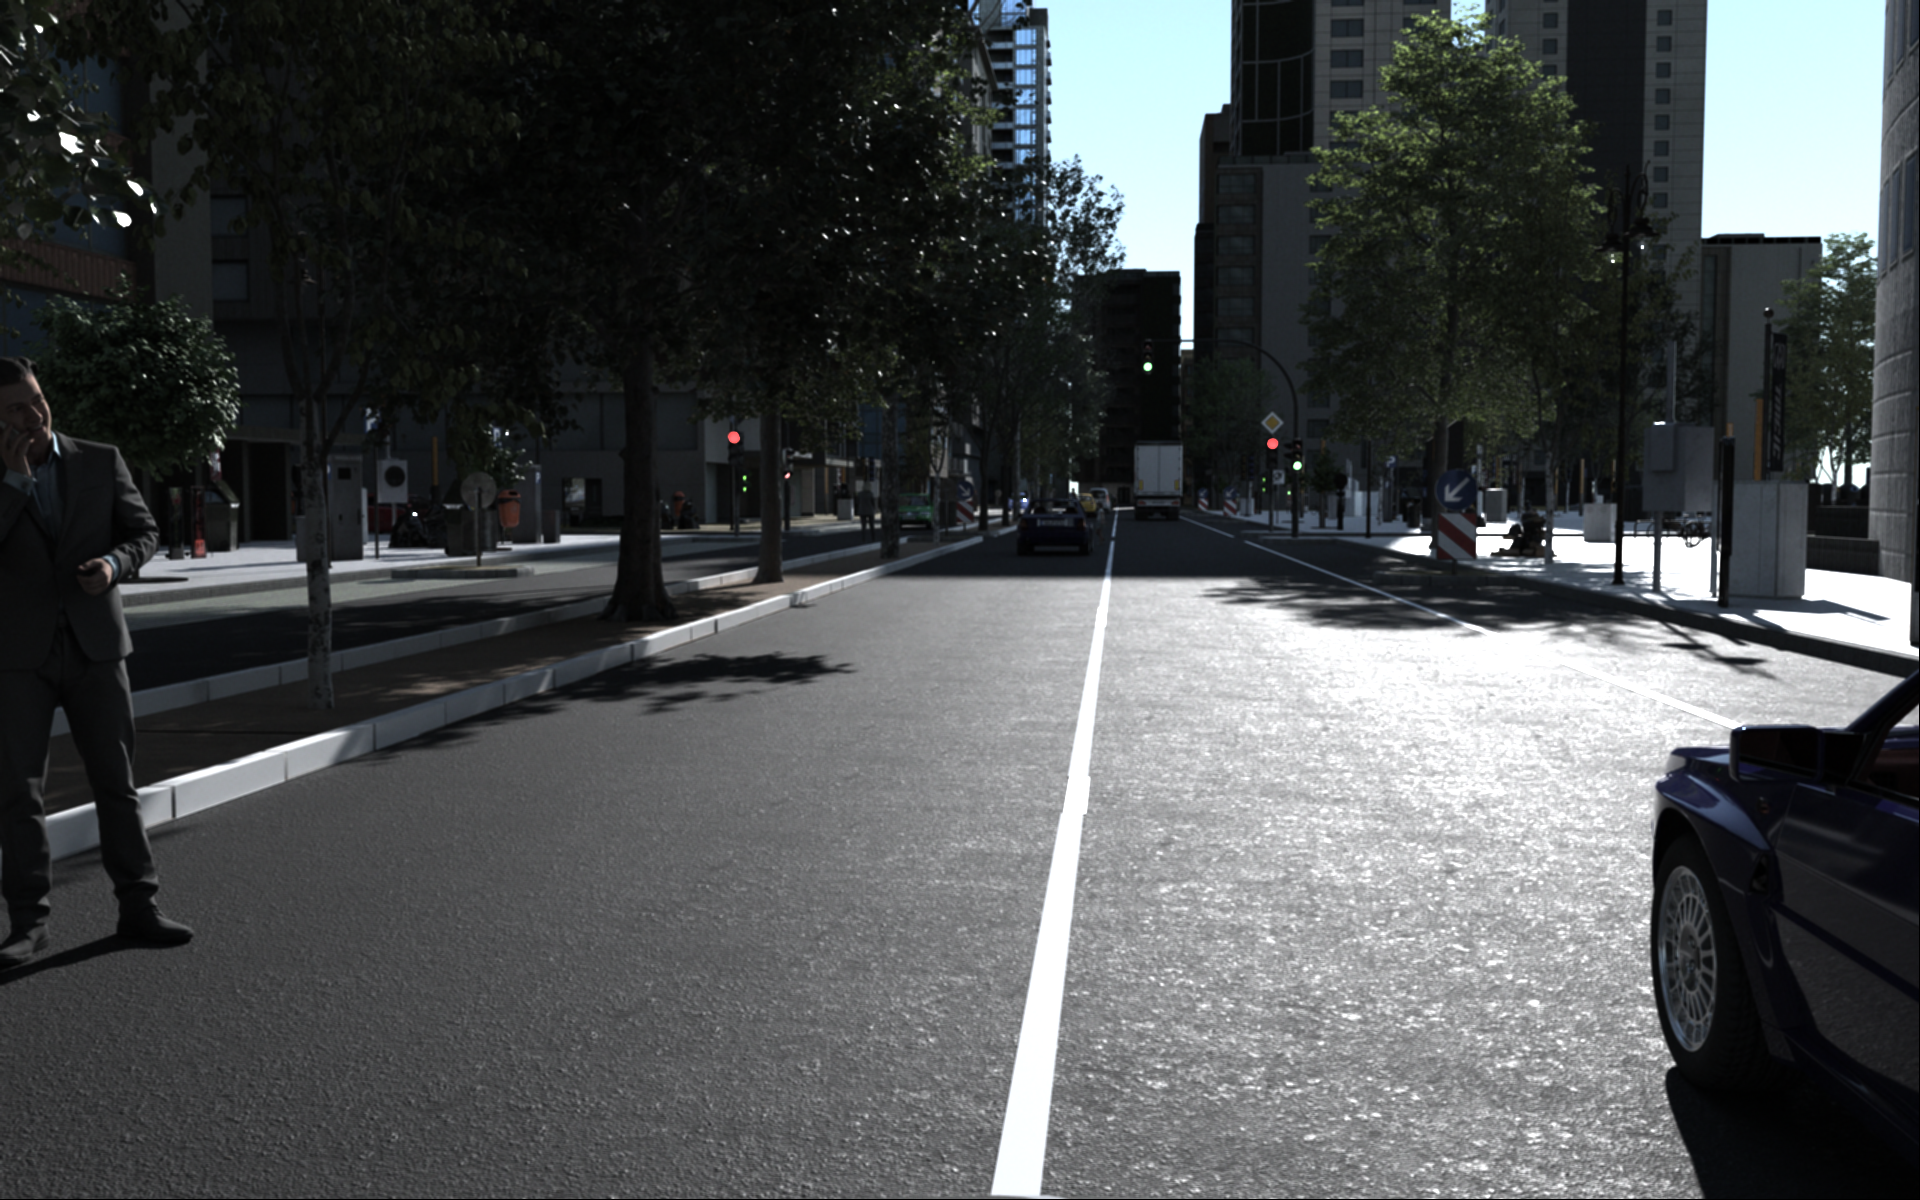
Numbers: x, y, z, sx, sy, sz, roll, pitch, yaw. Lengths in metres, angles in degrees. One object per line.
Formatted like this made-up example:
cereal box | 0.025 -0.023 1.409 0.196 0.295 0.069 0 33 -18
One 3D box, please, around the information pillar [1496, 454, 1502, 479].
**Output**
information pillar | 31.610 -6.745 101.629 0.504 3.616 0.183 -2 4 -30

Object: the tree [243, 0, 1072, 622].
tree | -3.622 -6.117 19.476 9.611 12.733 9.660 0 3 0

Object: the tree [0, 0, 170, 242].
tree | -4.859 -5.773 3.495 9.857 13.997 8.962 0 3 0

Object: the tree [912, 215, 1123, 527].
tree | 2.033 -9.976 75.929 12.009 13.543 11.850 0 3 0

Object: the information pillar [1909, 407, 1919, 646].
information pillar | 8.227 -0.616 14.558 0.304 2.012 0.304 -3 5 -39

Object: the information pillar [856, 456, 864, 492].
information pillar | -6.099 -6.955 105.062 0.504 3.616 0.183 0 4 -1

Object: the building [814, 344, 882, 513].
building | -15.956 -41.923 123.695 20.563 71.187 20.611 0 4 5

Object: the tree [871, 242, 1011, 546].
tree | -0.642 -5.791 47.497 4.360 8.622 3.978 0 3 0

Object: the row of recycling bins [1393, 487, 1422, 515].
row of recycling bins | 28.000 -6.219 108.795 3.534 1.692 1.069 -3 4 -36

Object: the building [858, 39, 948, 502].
building | -8.591 -30.178 143.526 14.600 45.320 14.200 0 4 5

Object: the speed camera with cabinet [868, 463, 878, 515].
speed camera with cabinet | -5.778 -7.018 109.076 0.660 3.252 2.038 -2 4 -25

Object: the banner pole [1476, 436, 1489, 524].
banner pole | 22.507 -5.181 74.734 0.863 3.779 0.401 -3 4 -37

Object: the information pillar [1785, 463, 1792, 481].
information pillar | 61.884 -8.443 129.393 0.504 3.616 0.183 -1 4 -11

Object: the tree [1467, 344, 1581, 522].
tree | 26.035 -7.923 79.906 4.360 8.622 3.978 0 3 0

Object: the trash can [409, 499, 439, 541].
trash can | -14.250 -2.106 46.081 0.748 1.137 0.748 0 3 0

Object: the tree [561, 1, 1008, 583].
tree | -3.142 -6.576 28.105 7.486 12.596 7.792 0 3 0

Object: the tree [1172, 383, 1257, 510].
tree | 20.082 -12.363 136.541 7.601 10.594 8.767 0 4 -5

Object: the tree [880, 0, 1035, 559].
tree | -2.682 -11.032 38.726 12.611 20.169 13.585 0 3 0

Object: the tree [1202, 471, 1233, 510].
tree | 21.452 -9.062 142.757 1.663 3.219 1.824 0 3 0

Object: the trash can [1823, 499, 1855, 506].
trash can | 20.847 -1.825 41.492 0.748 1.137 0.748 0 3 0

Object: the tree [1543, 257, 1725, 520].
tree | 26.519 -8.195 68.395 7.601 10.594 8.767 2 4 31

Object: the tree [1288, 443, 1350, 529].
tree | 13.502 -4.279 64.564 1.663 3.219 1.824 0 3 0

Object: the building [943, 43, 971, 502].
building | -11.502 -33.444 166.415 23.786 49.044 30.456 0 4 5

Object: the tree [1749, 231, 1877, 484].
tree | 38.670 -9.625 75.503 7.486 12.596 7.792 0 3 0

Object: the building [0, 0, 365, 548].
building | -32.629 -23.558 39.806 28.867 44.769 22.147 0 4 5

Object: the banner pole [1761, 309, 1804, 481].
banner pole | 11.088 -2.057 23.650 0.863 3.779 0.401 -3 5 -43

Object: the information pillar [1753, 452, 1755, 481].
information pillar | 44.543 -6.445 96.727 0.504 3.616 0.183 3 5 43

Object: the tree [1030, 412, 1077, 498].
tree | 6.639 -10.645 126.872 4.360 8.622 3.978 0 3 0

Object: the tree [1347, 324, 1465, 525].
tree | 17.473 -7.377 70.983 4.360 8.622 3.978 0 3 0

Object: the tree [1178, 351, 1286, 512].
tree | 19.577 -12.176 124.839 9.928 11.665 9.643 0 3 0

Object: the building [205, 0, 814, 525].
building | -20.545 -30.260 83.983 28.713 52.752 27.495 0 4 5

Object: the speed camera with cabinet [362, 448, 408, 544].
speed camera with cabinet | -15.211 -3.053 44.250 2.038 3.252 0.660 -3 5 -40

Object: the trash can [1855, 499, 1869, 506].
trash can | 26.010 -2.323 49.637 0.748 1.137 0.748 0 3 0

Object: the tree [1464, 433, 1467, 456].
tree | 24.899 -8.674 92.188 4.360 8.622 3.978 0 3 0

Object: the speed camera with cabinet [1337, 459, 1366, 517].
speed camera with cabinet | 22.121 -6.359 98.303 0.660 3.252 2.038 3 5 40

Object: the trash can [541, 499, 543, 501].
trash can | -12.220 -2.300 49.254 0.748 1.137 0.748 0 3 0

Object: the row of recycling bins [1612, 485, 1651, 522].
row of recycling bins | 31.517 -4.532 81.209 1.069 1.692 3.534 0 4 3

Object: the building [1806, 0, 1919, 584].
building | 23.530 -29.187 19.209 21.231 58.520 28.212 0 4 5

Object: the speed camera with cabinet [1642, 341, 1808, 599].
speed camera with cabinet | 9.678 -1.688 21.942 0.660 3.252 2.038 -2 4 -28

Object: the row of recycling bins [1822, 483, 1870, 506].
row of recycling bins | 34.448 -3.624 66.366 3.534 1.692 1.069 0 4 -7

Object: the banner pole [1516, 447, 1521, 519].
banner pole | 29.129 -6.156 90.665 0.401 3.779 0.863 -1 4 -21

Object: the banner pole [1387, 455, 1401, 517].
banner pole | 24.693 -6.646 98.680 0.863 3.779 0.401 0 4 -1

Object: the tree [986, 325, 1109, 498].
tree | 5.860 -12.871 119.555 9.857 13.997 8.962 0 3 0

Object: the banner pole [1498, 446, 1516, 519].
banner pole | 28.005 -6.073 89.308 0.863 3.779 0.401 3 4 38

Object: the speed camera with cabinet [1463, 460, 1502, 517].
speed camera with cabinet | 29.460 -6.316 97.605 2.038 3.252 0.660 2 4 26

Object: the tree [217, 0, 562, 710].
tree | -4.230 -3.559 11.014 4.737 8.622 4.395 0 3 0

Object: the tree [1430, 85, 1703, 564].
tree | 10.906 -4.965 31.535 4.737 8.622 4.395 0 3 0

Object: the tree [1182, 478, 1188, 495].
tree | 25.821 -12.649 201.418 1.663 3.219 1.824 0 3 0

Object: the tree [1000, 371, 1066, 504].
tree | 4.040 -8.985 99.731 4.737 8.622 4.395 0 3 0

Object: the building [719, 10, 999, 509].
building | -10.345 -37.148 196.605 27.495 52.752 28.713 0 4 5

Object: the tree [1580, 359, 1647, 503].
tree | 33.097 -8.521 89.676 4.360 8.622 3.978 0 3 0

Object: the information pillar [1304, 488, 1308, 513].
information pillar | 23.662 -6.987 118.724 0.304 2.012 0.304 -2 4 -35

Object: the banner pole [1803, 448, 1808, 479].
banner pole | 45.430 -6.311 93.202 0.401 3.779 0.863 0 4 5

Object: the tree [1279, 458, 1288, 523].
tree | 15.189 -5.114 78.212 1.663 3.219 1.824 0 3 0

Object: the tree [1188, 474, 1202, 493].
tree | 23.113 -10.507 166.387 1.663 3.219 1.824 0 3 0

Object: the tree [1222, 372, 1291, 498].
tree | 17.826 -9.488 105.494 4.360 8.622 3.978 0 3 0

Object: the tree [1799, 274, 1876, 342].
tree | 29.745 -6.642 58.951 4.737 8.622 4.395 0 3 0

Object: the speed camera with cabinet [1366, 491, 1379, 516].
speed camera with cabinet | 24.015 -6.675 103.476 2.038 3.252 0.660 1 4 21

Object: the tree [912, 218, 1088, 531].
tree | 0.970 -8.335 64.485 9.928 11.665 9.643 0 3 0
